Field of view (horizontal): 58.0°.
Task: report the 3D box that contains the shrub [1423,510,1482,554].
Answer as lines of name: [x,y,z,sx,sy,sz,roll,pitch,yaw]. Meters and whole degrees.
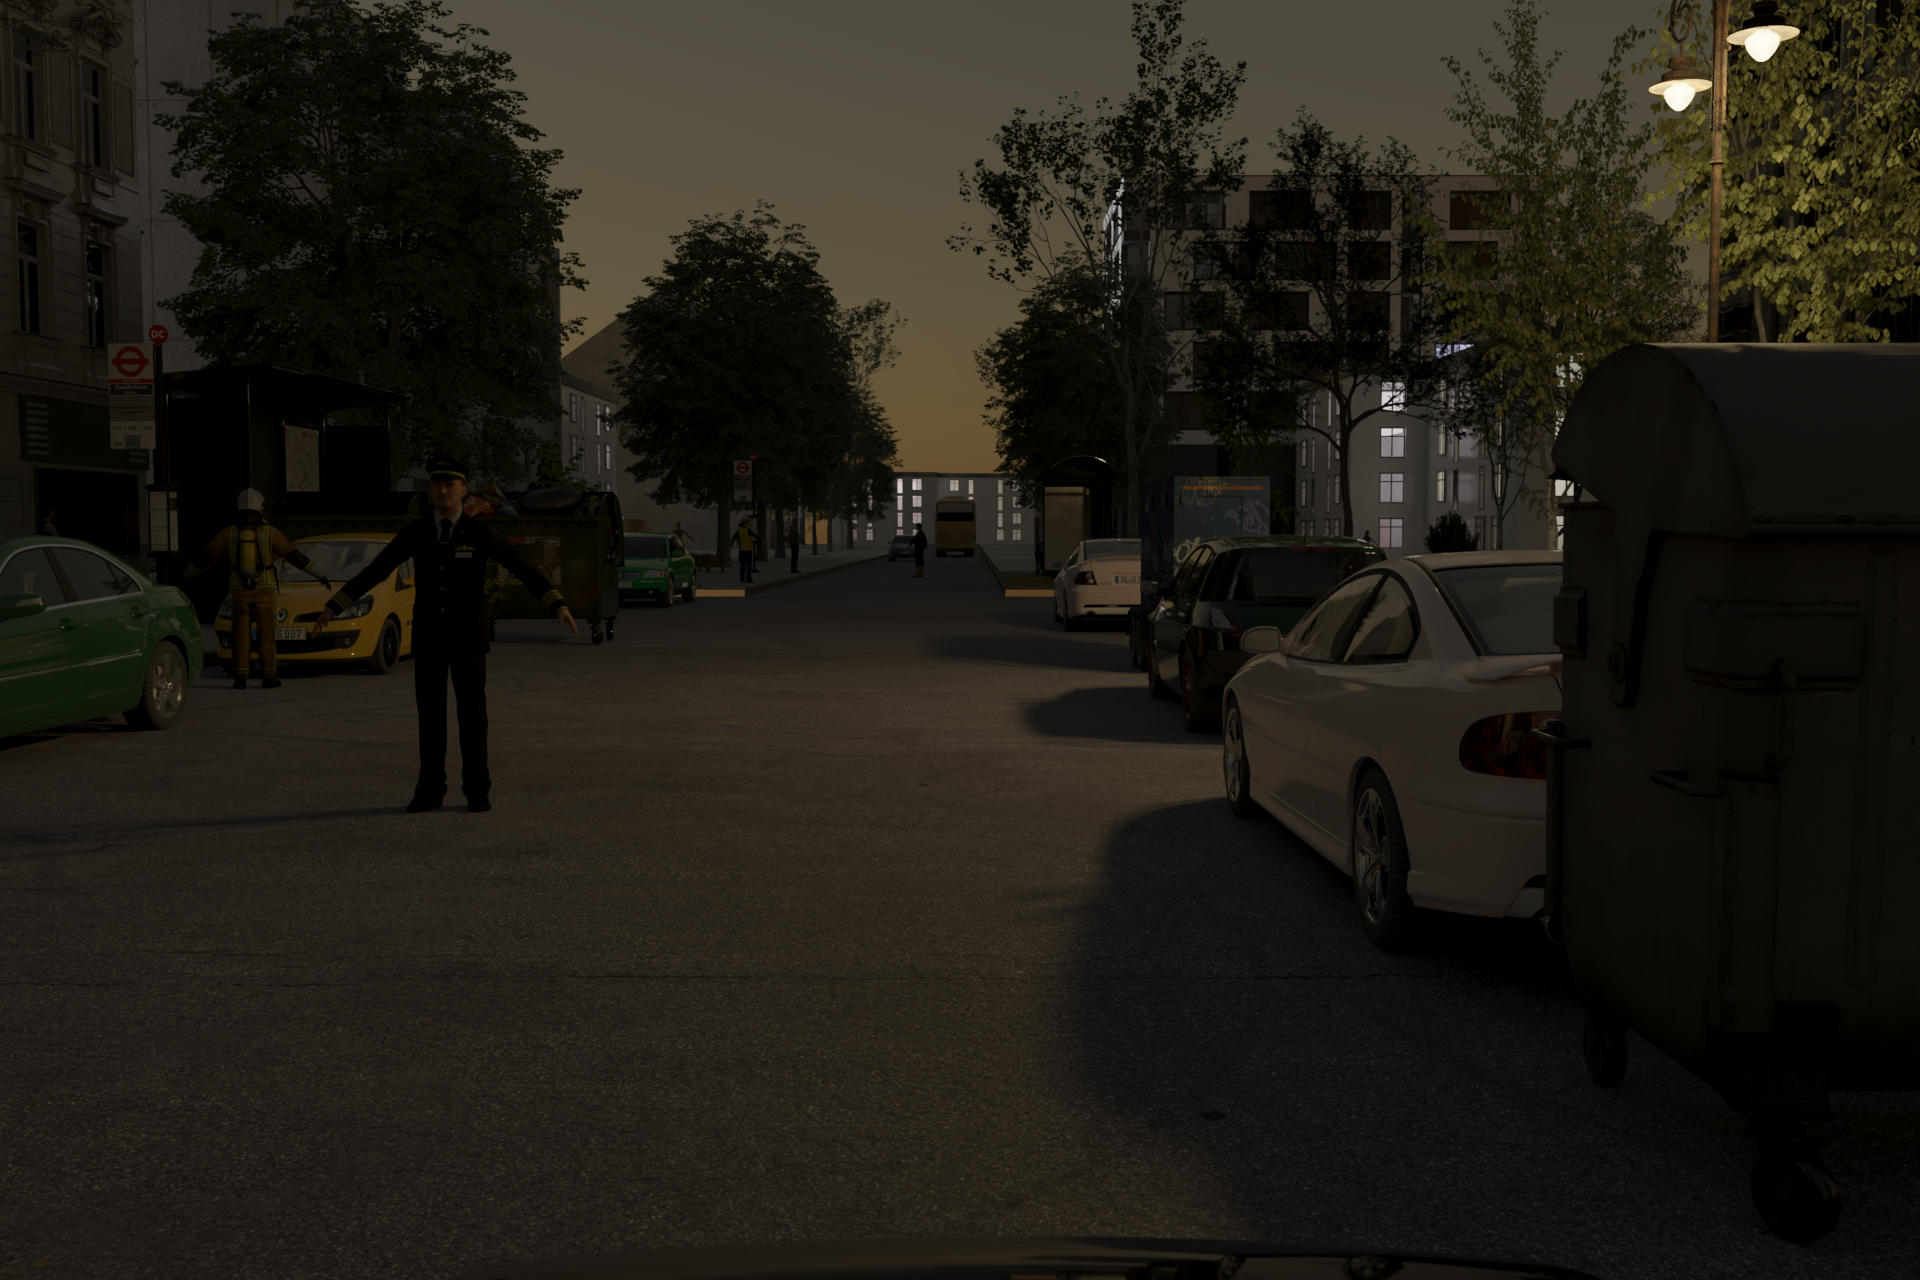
shrub: [14.687,-2.892,51.698,1.690,2.028,1.600,0,3,0]

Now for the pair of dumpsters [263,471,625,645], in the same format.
pair of dumpsters: [-6.720,-1.086,22.712,4.436,2.255,1.574,0,4,0]

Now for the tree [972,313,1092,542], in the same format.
tree: [8.306,-17.556,142.931,12.611,20.169,13.585,0,3,0]

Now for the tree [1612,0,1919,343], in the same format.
tree: [8.468,-4.095,17.320,4.737,8.622,4.395,0,3,0]

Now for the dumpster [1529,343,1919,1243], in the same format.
dumpster: [2.388,0.260,3.969,1.865,1.857,1.264,0,4,0]

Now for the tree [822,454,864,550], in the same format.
tree: [-9.265,-11.440,137.402,4.360,8.622,3.978,0,3,0]

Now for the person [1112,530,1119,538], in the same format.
person: [6.157,-4.068,72.660,1.345,1.843,0.704,-1,4,-21]

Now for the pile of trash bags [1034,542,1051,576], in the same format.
pile of trash bags: [3.269,-2.711,54.085,1.912,1.369,3.447,0,4,0]

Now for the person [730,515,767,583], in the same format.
person: [-5.541,-2.373,45.266,1.216,1.772,0.721,2,4,33]

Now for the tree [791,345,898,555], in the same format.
tree: [-9.038,-11.973,106.135,12.009,13.543,11.850,0,3,0]

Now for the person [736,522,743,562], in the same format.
person: [-9.879,-4.428,78.577,0.705,1.806,1.347,1,4,20]

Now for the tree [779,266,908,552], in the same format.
tree: [-10.788,-16.418,124.327,12.611,20.169,13.585,0,3,0]

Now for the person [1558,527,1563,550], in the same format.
person: [16.743,-2.546,47.483,1.347,1.847,0.705,-1,4,-16]

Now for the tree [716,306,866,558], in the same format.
tree: [-9.721,-11.373,92.603,9.857,13.997,8.962,0,3,0]

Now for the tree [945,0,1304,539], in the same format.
tree: [5.872,-12.602,61.936,12.611,20.169,13.585,0,3,0]

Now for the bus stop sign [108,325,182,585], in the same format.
bus stop sign: [-10.419,-2.046,22.149,0.855,3.939,0.416,0,4,0]

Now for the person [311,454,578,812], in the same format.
person: [-2.656,-0.037,8.999,1.347,1.837,0.705,0,4,-4]

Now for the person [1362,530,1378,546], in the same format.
person: [16.795,-3.788,71.206,0.599,1.433,0.991,-2,4,-35]

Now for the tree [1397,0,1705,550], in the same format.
tree: [8.135,-4.482,23.644,4.737,8.622,4.395,0,3,0]

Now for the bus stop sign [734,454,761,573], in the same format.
bus stop sign: [-7.048,-4.202,57.413,0.855,3.939,0.416,0,4,1]

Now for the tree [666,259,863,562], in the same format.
tree: [-9.146,-10.619,80.273,9.857,13.997,8.962,0,3,0]

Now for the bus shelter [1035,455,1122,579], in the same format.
bus shelter: [3.134,-3.239,46.882,2.014,3.302,5.546,0,4,0]

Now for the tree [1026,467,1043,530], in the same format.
tree: [6.339,-10.054,114.753,4.360,8.622,3.978,0,3,0]

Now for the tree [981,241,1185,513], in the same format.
tree: [5.632,-10.426,77.125,9.857,13.997,8.962,0,3,0]

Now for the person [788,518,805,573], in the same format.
person: [-5.416,-3.117,57.087,0.705,1.813,1.348,-2,4,-24]

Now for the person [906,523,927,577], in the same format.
person: [-1.382,-3.003,57.689,0.704,1.812,1.346,2,4,27]

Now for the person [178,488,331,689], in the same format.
person: [-6.565,-0.481,16.093,1.354,1.858,0.705,-1,4,-12]

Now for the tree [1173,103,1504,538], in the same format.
tree: [8.315,-6.336,38.002,7.601,10.594,8.767,1,4,21]

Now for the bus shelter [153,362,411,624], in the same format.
bus shelter: [-10.236,-2.167,26.719,1.731,3.624,6.357,0,4,-1]

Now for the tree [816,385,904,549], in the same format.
tree: [-9.377,-14.641,146.035,9.857,13.997,8.962,0,3,0]

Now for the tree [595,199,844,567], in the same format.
tree: [-9.243,-9.783,66.606,9.857,13.997,8.962,0,3,0]

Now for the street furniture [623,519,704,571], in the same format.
street furniture: [-12.055,-2.596,49.300,11.010,1.723,9.812,1,4,20]

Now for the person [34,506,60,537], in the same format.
person: [-17.431,-1.652,33.180,1.345,1.807,0.704,3,4,36]

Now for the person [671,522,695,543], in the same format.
person: [-10.591,-3.576,65.272,1.217,1.733,0.721,-1,4,-14]
